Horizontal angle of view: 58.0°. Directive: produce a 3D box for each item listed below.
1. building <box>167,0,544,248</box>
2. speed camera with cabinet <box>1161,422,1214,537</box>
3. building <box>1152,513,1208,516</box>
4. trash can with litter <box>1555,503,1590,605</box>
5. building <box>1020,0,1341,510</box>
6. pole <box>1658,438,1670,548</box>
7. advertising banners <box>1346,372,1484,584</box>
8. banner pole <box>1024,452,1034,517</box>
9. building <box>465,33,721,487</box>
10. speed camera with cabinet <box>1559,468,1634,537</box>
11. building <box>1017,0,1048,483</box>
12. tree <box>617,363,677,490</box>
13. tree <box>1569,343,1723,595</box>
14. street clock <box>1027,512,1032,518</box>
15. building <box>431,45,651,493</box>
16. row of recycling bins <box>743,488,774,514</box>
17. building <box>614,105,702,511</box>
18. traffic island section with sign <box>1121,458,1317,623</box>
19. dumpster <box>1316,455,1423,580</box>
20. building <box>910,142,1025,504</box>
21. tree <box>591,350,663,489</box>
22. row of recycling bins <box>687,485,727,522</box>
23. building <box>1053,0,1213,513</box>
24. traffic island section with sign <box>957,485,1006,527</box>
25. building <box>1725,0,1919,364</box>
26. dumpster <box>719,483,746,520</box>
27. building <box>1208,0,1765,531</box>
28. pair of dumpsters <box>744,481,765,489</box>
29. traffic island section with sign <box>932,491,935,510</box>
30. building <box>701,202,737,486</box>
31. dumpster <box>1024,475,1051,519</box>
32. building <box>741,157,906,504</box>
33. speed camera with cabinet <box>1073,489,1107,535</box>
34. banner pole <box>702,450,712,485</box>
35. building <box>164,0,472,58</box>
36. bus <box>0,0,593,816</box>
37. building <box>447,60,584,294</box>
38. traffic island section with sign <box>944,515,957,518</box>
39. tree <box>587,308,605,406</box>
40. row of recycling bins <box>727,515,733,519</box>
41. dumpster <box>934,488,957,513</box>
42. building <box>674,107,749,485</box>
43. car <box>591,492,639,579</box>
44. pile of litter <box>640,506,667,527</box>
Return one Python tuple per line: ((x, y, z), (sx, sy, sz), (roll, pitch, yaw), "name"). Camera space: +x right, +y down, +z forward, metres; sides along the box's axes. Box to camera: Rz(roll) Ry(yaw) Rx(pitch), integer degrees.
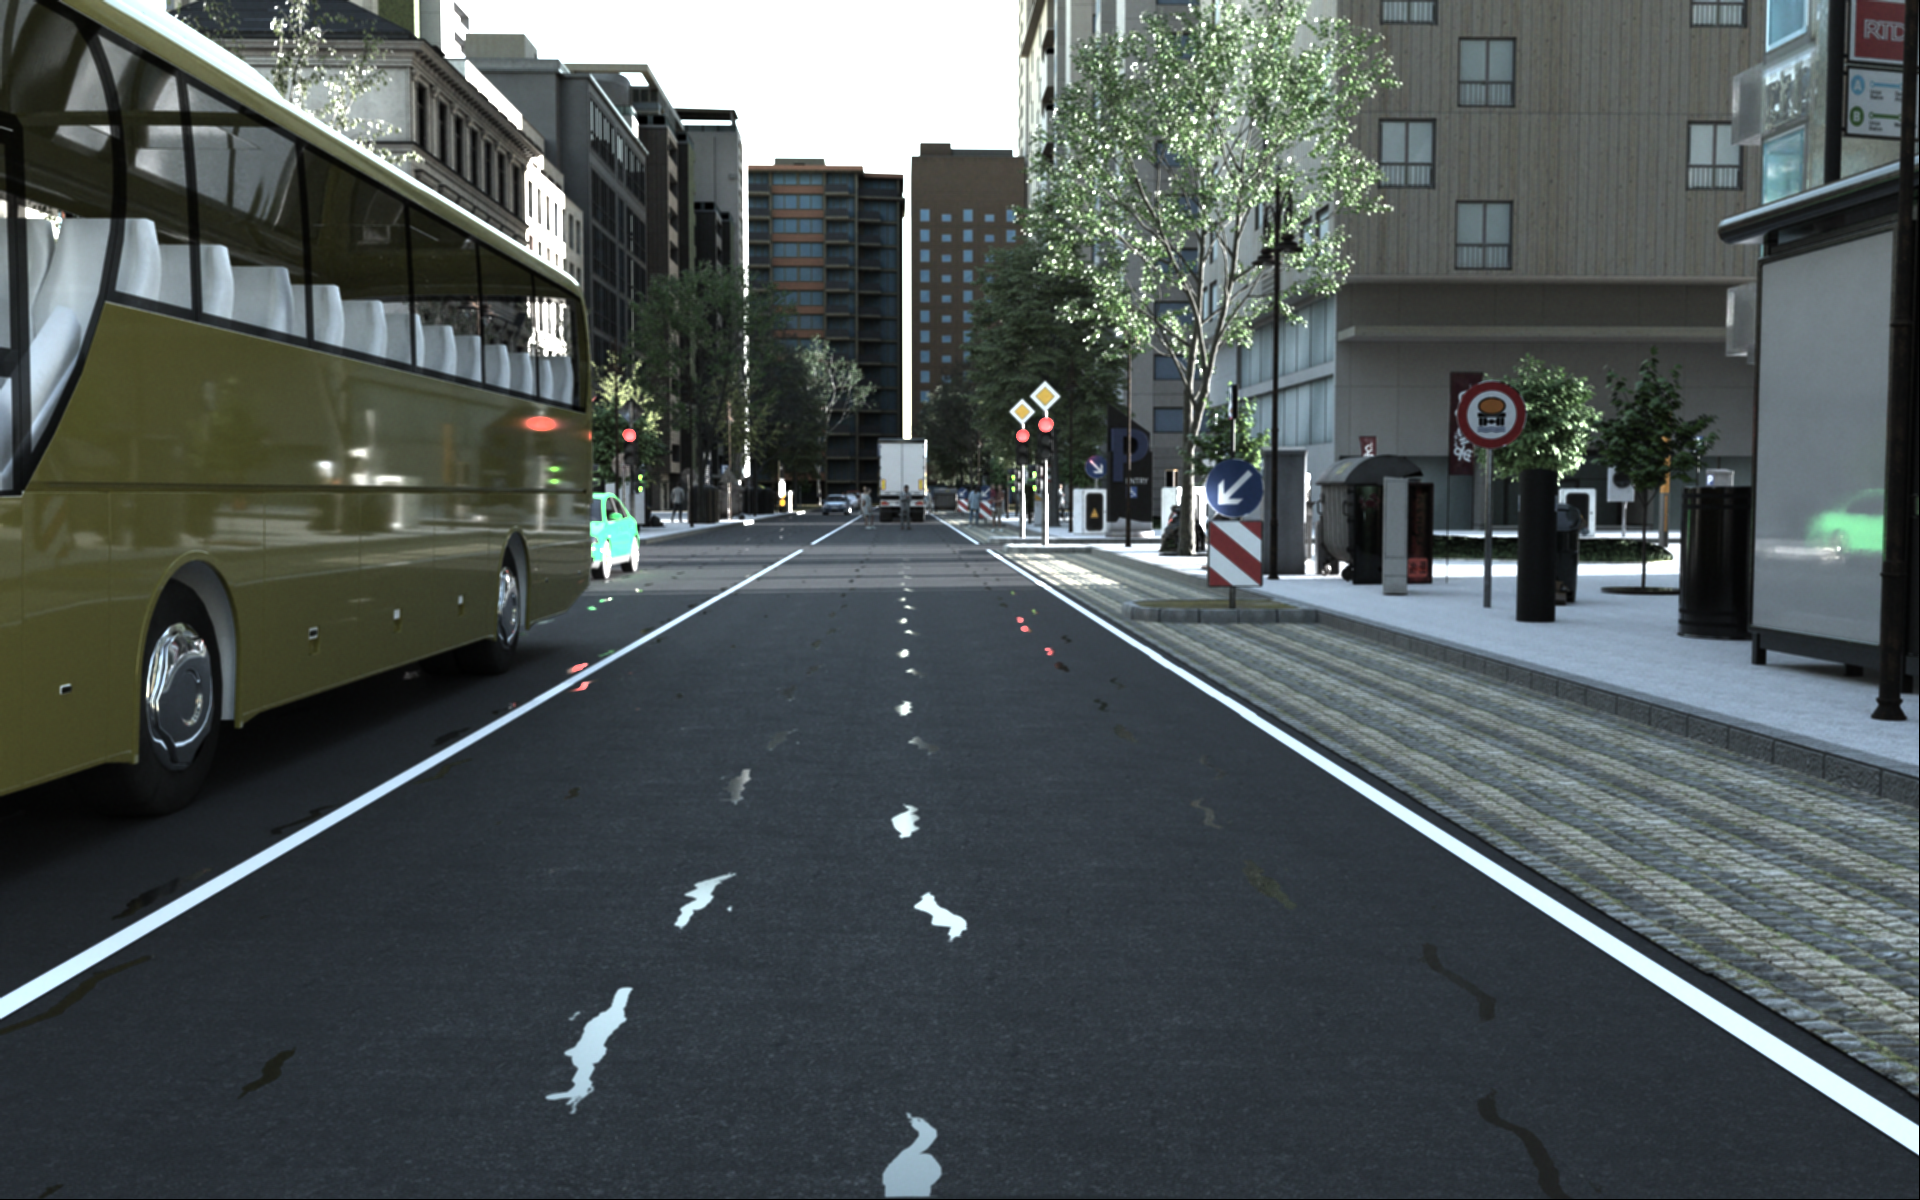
((-23.270, -12.373, 66.925), (10.561, 19.102, 19.286), (0, 4, -2), "building")
((5.869, -2.942, 42.435), (2.038, 3.252, 0.660), (-3, 4, -36), "speed camera with cabinet")
((19.280, -34.840, 111.627), (21.231, 58.520, 28.212), (0, 4, -2), "building")
((7.050, -0.547, 20.333), (0.624, 1.170, 1.055), (1, 4, 21), "trash can with litter")
((21.459, -36.160, 180.451), (28.713, 52.752, 27.495), (0, 4, -2), "building")
((16.828, -2.905, 41.341), (0.158, 3.312, 0.155), (0, 3, 0), "pole")
((6.503, -1.744, 24.703), (2.074, 3.025, 0.090), (-1, 4, -13), "advertising banners")
((3.668, -6.220, 91.720), (0.863, 3.779, 0.401), (2, 4, 34), "banner pole")
((-37.663, -28.042, 150.361), (32.217, 40.220, 23.993), (0, 4, -2), "building")
((18.857, -3.485, 51.321), (2.038, 3.252, 0.660), (1, 4, 11), "speed camera with cabinet")
((18.307, -48.229, 226.793), (20.611, 71.187, 20.563), (0, 4, -2), "building")
((-17.155, -8.745, 93.336), (4.360, 8.622, 3.978), (0, 3, 0), "tree")
((8.979, -1.695, 22.323), (1.663, 3.219, 1.824), (0, 3, 0), "tree")
((3.737, -5.406, 92.954), (0.358, 2.002, 0.471), (1, 4, 19), "street clock")
((-27.563, -19.055, 105.054), (14.314, 27.812, 24.014), (0, 4, -2), "building")
((-13.198, -6.487, 113.175), (1.069, 1.692, 3.534), (-2, 4, -32), "row of recycling bins")
((-27.918, -22.035, 131.972), (14.160, 30.474, 14.107), (0, 4, -2), "building")
((2.916, -0.697, 20.017), (1.989, 1.847, 2.006), (0, 4, -2), "traffic island section with sign")
((6.252, -1.263, 26.411), (1.264, 1.857, 1.865), (0, 4, -2), "dumpster")
((0.748, -35.087, 223.778), (14.200, 45.320, 14.600), (0, 4, -2), "building")
((-17.152, -8.449, 88.505), (4.737, 8.622, 4.395), (0, 3, 0), "tree")
((-11.590, -4.371, 78.575), (1.069, 1.692, 3.534), (0, 4, 4), "row of recycling bins")
((18.758, -37.314, 152.084), (21.231, 58.520, 28.212), (0, 4, -2), "building")
((0.986, -4.115, 75.910), (1.989, 1.847, 2.006), (0, 4, -2), "traffic island section with sign")
((22.728, -24.129, 14.118), (23.786, 49.044, 30.456), (0, 4, -2), "building")
((-11.373, -4.920, 86.202), (1.264, 1.857, 1.865), (0, 4, -2), "dumpster")
((25.030, -29.462, 70.948), (27.495, 52.752, 28.713), (0, 4, -2), "building")
((-14.618, -7.409, 123.628), (1.574, 2.255, 4.437), (0, 4, -2), "pair of dumpsters")
((-2.635, -10.458, 179.623), (1.989, 1.847, 2.006), (0, 4, -2), "traffic island section with sign")
((-29.730, -24.367, 170.098), (14.160, 30.474, 14.107), (0, 4, -2), "building")
((3.938, -5.335, 89.723), (1.502, 2.255, 1.985), (0, 4, -2), "dumpster")
((-21.565, -35.083, 228.226), (28.867, 44.769, 22.147), (0, 4, -2), "building")
((4.583, -3.717, 55.111), (2.038, 3.252, 0.660), (-2, 4, -31), "speed camera with cabinet")
((-12.857, -5.943, 87.177), (0.863, 3.779, 0.401), (1, 4, 16), "banner pole")
((-65.870, -39.090, 181.118), (28.212, 58.520, 21.231), (0, 4, -2), "building")
((-4.741, -1.185, 10.916), (2.896, 3.916, 12.252), (0, 4, -1), "bus")
((-25.164, -14.080, 84.954), (10.420, 20.320, 16.860), (0, 4, -2), "building")
((0.033, -5.770, 102.974), (1.989, 1.847, 2.006), (0, 4, -2), "traffic island section with sign")
((-15.098, -6.925, 63.579), (4.360, 8.622, 3.978), (0, 3, 0), "tree")
((-12.719, -5.193, 92.025), (1.069, 1.692, 3.534), (-1, 4, -14), "row of recycling bins")
((-1.103, -7.494, 130.748), (1.865, 1.857, 1.264), (0, 4, -2), "dumpster")
((-30.001, -30.729, 186.012), (14.086, 41.232, 14.154), (0, 4, -2), "building")
((-6.832, -1.329, 30.522), (1.959, 1.807, 4.718), (0, 4, -1), "car")
((-12.315, -3.272, 67.460), (1.719, 0.858, 1.176), (0, 4, -3), "pile of litter")
